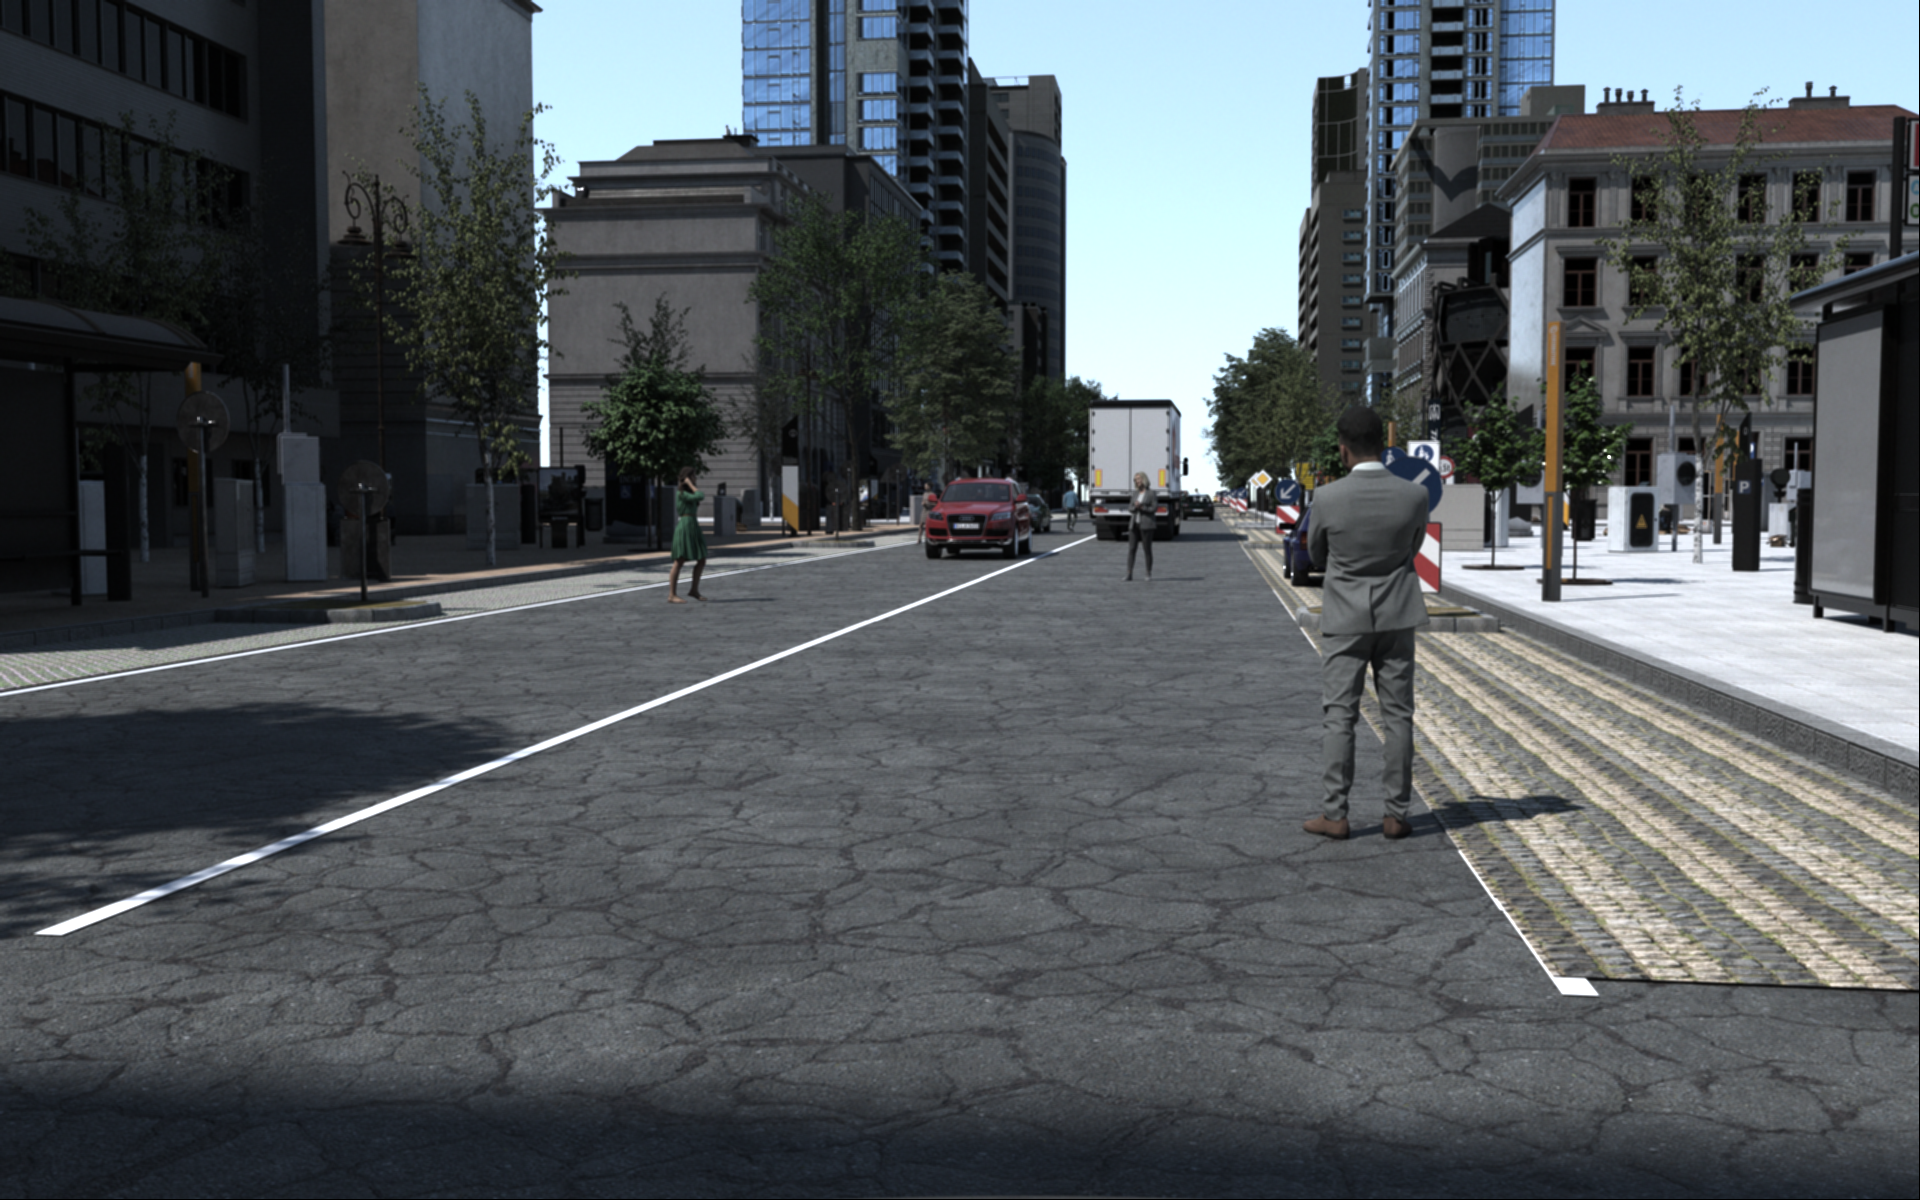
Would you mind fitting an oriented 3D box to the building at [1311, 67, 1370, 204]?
[{"bbox_3d":[68.420,-52.425,295.392,20.563,71.187,20.611,0,4,8],"label":"building"}]

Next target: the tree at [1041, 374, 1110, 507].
[{"bbox_3d":[11.536,-15.206,165.633,9.611,12.733,9.660,0,3,0],"label":"tree"}]

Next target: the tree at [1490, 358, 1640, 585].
[{"bbox_3d":[8.865,-1.836,24.614,1.663,3.219,1.824,0,3,0],"label":"tree"}]

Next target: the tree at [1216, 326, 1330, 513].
[{"bbox_3d":[21.491,-12.172,117.132,7.486,12.596,7.792,0,3,0],"label":"tree"}]

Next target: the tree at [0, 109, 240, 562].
[{"bbox_3d":[-15.733,-5.035,32.689,4.737,8.622,4.395,0,3,0],"label":"tree"}]

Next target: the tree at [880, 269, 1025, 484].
[{"bbox_3d":[-0.091,-10.367,87.622,7.486,12.596,7.792,0,3,0],"label":"tree"}]

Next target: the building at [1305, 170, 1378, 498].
[{"bbox_3d":[62.521,-38.524,253.571,21.300,48.544,21.600,0,4,8],"label":"building"}]

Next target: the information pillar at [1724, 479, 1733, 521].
[{"bbox_3d":[37.208,-4.849,83.777,0.304,2.012,0.304,-1,4,-14],"label":"information pillar"}]

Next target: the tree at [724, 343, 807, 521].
[{"bbox_3d":[-9.145,-8.113,83.013,4.360,8.622,3.978,0,3,0],"label":"tree"}]

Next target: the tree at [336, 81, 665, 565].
[{"bbox_3d":[-8.611,-4.922,30.841,4.737,8.622,4.395,0,3,0],"label":"tree"}]

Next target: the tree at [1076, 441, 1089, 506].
[{"bbox_3d":[13.955,-14.642,189.751,4.737,8.622,4.395,0,3,0],"label":"tree"}]

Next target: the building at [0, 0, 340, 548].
[{"bbox_3d":[-25.831,-13.104,33.320,14.314,24.678,30.058,0,4,8],"label":"building"}]

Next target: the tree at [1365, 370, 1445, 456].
[{"bbox_3d":[26.781,-9.379,103.706,4.737,8.622,4.395,0,3,0],"label":"tree"}]

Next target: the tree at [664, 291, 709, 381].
[{"bbox_3d":[-11.390,-6.933,63.724,4.737,8.622,4.395,0,3,0],"label":"tree"}]

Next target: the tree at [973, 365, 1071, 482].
[{"bbox_3d":[4.168,-11.463,121.840,8.767,10.594,7.601,2,4,30],"label":"tree"}]

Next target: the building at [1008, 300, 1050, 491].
[{"bbox_3d":[5.661,-29.695,257.219,14.160,30.474,14.107,0,4,8],"label":"building"}]

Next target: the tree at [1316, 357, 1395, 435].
[{"bbox_3d":[21.030,-8.697,92.563,4.360,8.622,3.978,0,3,0],"label":"tree"}]

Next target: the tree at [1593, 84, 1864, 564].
[{"bbox_3d":[13.841,-4.971,31.642,4.737,8.622,4.395,0,3,0],"label":"tree"}]

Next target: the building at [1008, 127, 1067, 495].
[{"bbox_3d":[5.405,-44.999,277.728,21.231,58.520,28.212,0,4,8],"label":"building"}]

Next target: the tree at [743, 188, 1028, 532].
[{"bbox_3d":[-3.712,-8.188,59.621,9.928,11.665,9.643,0,3,0],"label":"tree"}]

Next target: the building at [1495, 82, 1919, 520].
[{"bbox_3d":[39.690,-15.555,90.477,21.152,22.565,11.583,0,4,8],"label":"building"}]

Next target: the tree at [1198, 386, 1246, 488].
[{"bbox_3d":[31.117,-17.066,189.399,12.009,13.543,11.850,0,3,0],"label":"tree"}]

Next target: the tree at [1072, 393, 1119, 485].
[{"bbox_3d":[18.065,-18.970,216.812,9.857,13.997,8.962,0,3,0],"label":"tree"}]

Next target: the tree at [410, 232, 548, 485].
[{"bbox_3d":[-13.357,-6.013,48.669,4.360,8.622,3.978,0,3,0],"label":"tree"}]

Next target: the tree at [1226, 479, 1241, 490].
[{"bbox_3d":[46.383,-18.767,290.550,4.285,4.588,4.351,0,3,0],"label":"tree"}]

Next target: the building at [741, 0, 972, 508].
[{"bbox_3d":[-9.914,-52.477,170.671,22.319,86.520,31.000,0,4,8],"label":"building"}]

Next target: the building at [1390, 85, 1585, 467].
[{"bbox_3d":[55.667,-29.208,169.427,32.217,40.220,23.993,0,4,8],"label":"building"}]

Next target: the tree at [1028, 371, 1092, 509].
[{"bbox_3d":[7.605,-13.522,146.834,9.928,11.665,9.643,0,3,0],"label":"tree"}]

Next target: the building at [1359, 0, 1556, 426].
[{"bbox_3d":[54.842,-54.017,195.846,22.319,86.520,31.000,0,4,8],"label":"building"}]

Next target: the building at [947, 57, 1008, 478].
[{"bbox_3d":[-6.257,-35.115,197.826,21.300,48.544,21.600,0,4,8],"label":"building"}]

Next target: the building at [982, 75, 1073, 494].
[{"bbox_3d":[9.239,-52.793,301.409,20.563,71.187,20.611,0,4,8],"label":"building"}]

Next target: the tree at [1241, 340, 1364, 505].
[{"bbox_3d":[16.241,-8.085,82.557,4.737,8.622,4.395,0,3,0],"label":"tree"}]

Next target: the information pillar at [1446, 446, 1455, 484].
[{"bbox_3d":[21.690,-5.214,76.605,0.183,3.616,0.504,-2,4,-24],"label":"information pillar"}]

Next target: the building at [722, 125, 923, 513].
[{"bbox_3d":[-11.560,-20.507,128.803,14.314,27.812,24.014,0,4,8],"label":"building"}]

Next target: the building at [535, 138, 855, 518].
[{"bbox_3d":[-15.144,-16.114,105.260,13.314,21.916,24.055,0,4,8],"label":"building"}]

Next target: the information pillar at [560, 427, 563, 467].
[{"bbox_3d":[-13.934,-4.237,60.627,0.183,3.616,0.504,-1,4,-12],"label":"information pillar"}]

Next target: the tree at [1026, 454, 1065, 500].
[{"bbox_3d":[6.743,-9.422,137.756,4.285,4.588,4.351,0,3,0],"label":"tree"}]

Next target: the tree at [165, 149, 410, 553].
[{"bbox_3d":[-15.144,-5.342,37.710,4.360,8.622,3.978,0,3,0],"label":"tree"}]

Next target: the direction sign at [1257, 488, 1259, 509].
[{"bbox_3d":[24.832,-9.310,144.210,0.876,3.537,0.379,-3,5,-41],"label":"direction sign"}]

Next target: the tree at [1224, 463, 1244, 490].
[{"bbox_3d":[40.055,-18.388,250.999,4.360,8.622,3.978,0,3,0],"label":"tree"}]

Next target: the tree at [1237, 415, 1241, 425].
[{"bbox_3d":[19.157,-9.414,104.277,4.737,8.622,4.395,0,3,0],"label":"tree"}]

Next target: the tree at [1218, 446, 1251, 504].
[{"bbox_3d":[38.926,-19.164,239.090,9.928,11.665,9.643,0,3,0],"label":"tree"}]

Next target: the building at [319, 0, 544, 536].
[{"bbox_3d":[-24.559,-12.812,58.622,18.267,20.994,9.793,0,4,8],"label":"building"}]

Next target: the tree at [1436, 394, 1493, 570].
[{"bbox_3d":[9.230,-2.134,29.493,1.663,3.219,1.824,0,3,0],"label":"tree"}]

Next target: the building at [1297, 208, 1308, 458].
[{"bbox_3d":[65.015,-39.838,275.055,21.300,48.544,21.600,0,4,8],"label":"building"}]

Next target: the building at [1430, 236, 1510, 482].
[{"bbox_3d":[41.468,-15.512,121.068,16.820,18.784,16.811,0,4,8],"label":"building"}]

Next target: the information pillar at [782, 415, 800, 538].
[{"bbox_3d":[-4.972,-3.641,50.877,0.504,3.616,0.183,0,4,-6],"label":"information pillar"}]

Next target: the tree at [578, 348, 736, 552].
[{"bbox_3d":[-6.687,-3.372,38.846,4.285,4.588,4.351,0,3,0],"label":"tree"}]

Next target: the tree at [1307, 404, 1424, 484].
[{"bbox_3d":[14.393,-4.846,62.939,4.285,4.588,4.351,0,3,0],"label":"tree"}]

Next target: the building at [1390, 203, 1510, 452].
[{"bbox_3d":[41.215,-18.997,139.483,11.050,23.489,19.941,0,4,8],"label":"building"}]

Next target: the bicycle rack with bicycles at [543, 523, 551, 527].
[{"bbox_3d":[-17.234,-3.375,68.556,2.925,0.926,2.852,1,4,21],"label":"bicycle rack with bicycles"}]

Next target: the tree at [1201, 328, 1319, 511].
[{"bbox_3d":[23.556,-13.947,134.687,9.857,13.997,8.962,0,3,0],"label":"tree"}]
